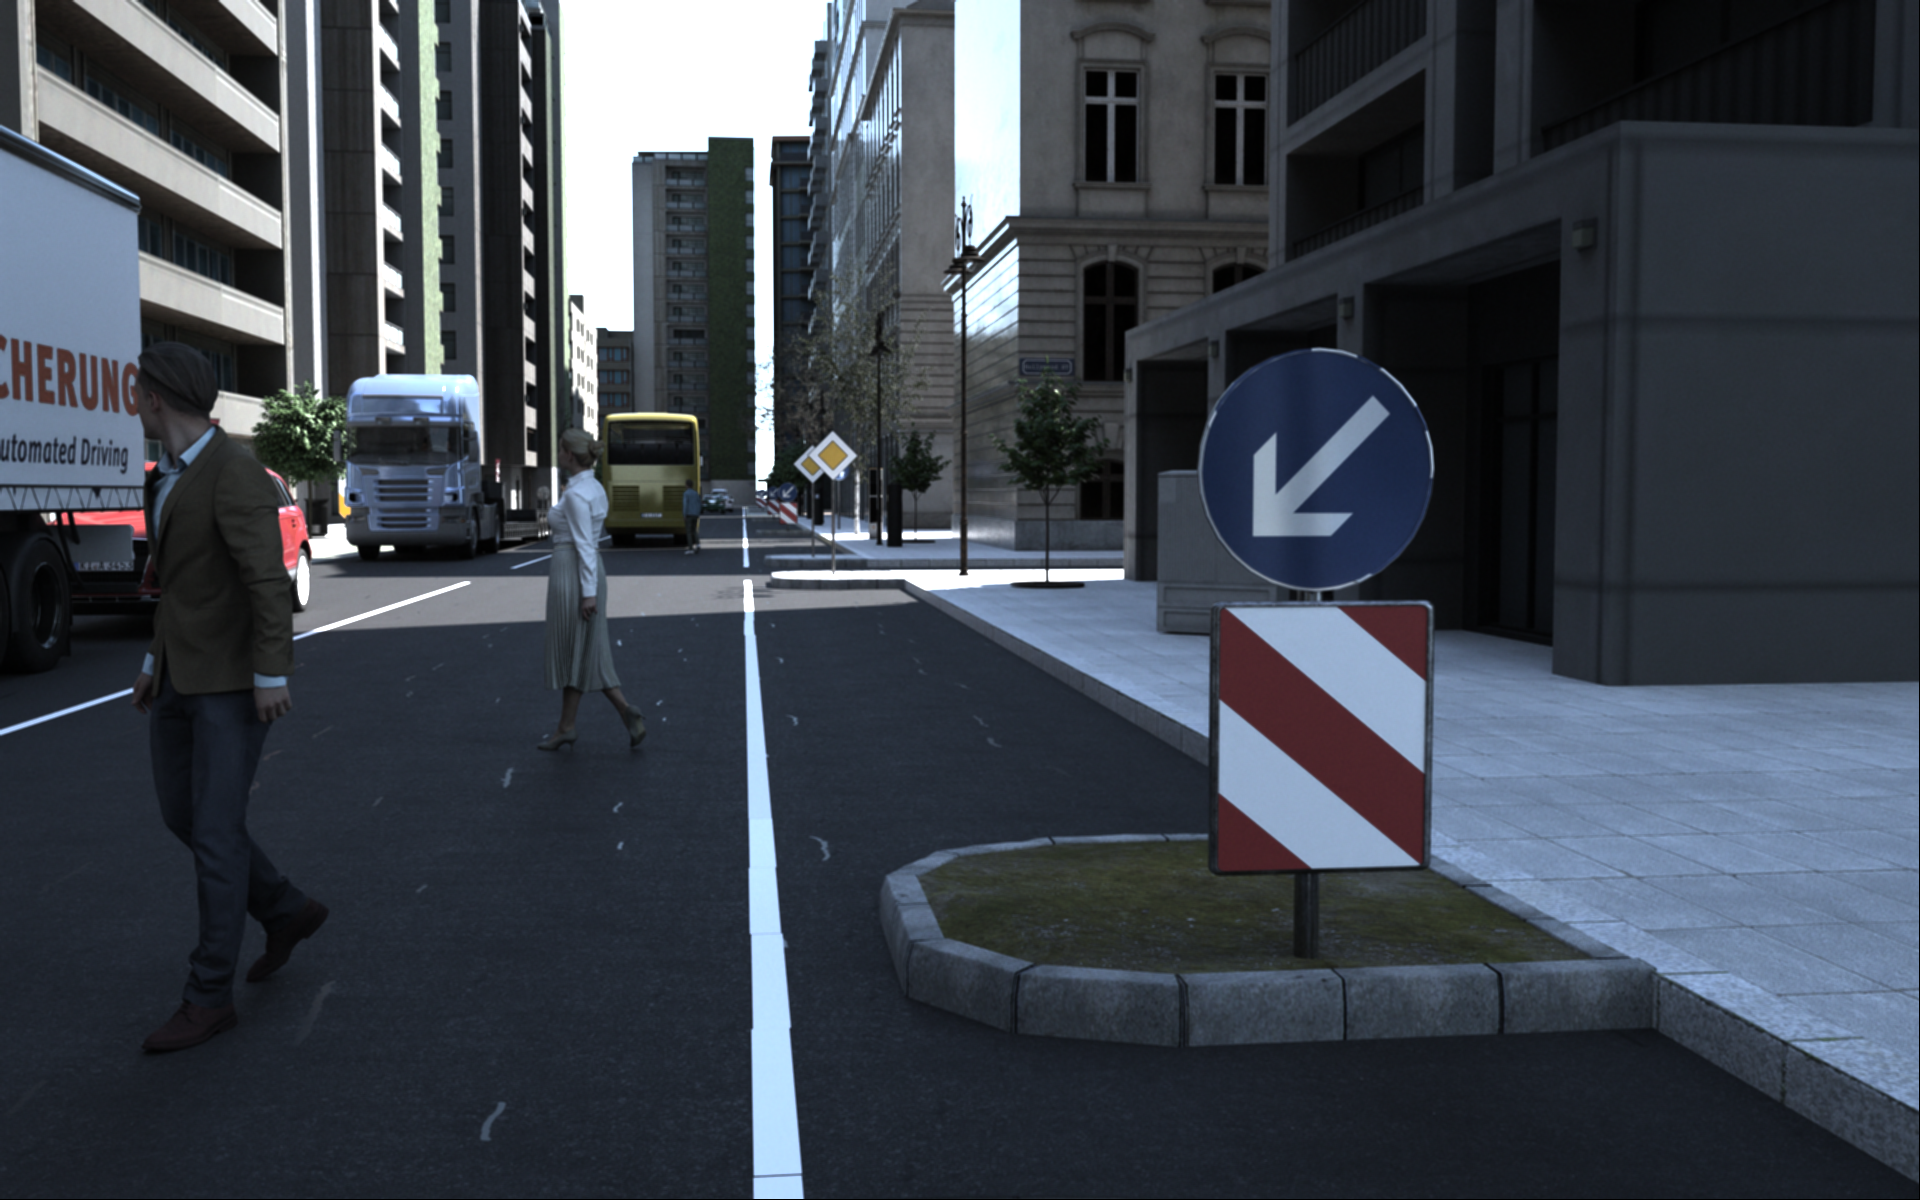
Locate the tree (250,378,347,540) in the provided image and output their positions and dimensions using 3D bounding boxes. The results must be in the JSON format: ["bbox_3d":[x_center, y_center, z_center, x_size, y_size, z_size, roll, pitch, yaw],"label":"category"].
[{"bbox_3d":[-18.446,-3.995,49.036,4.285,4.588,4.351,0,3,0],"label":"tree"}]

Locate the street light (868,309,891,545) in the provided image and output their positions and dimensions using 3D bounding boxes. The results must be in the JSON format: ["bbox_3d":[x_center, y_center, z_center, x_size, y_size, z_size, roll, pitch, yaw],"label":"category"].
[{"bbox_3d":[-2.032,-4.324,43.482,0.468,5.910,1.993,0,4,-7],"label":"street light"}]

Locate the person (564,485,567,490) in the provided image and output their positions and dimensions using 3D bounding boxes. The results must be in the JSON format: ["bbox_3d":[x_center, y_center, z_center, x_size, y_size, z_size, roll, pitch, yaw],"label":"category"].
[{"bbox_3d":[-15.827,-3.719,69.505,0.583,1.804,0.606,-3,5,-41],"label":"person"}]

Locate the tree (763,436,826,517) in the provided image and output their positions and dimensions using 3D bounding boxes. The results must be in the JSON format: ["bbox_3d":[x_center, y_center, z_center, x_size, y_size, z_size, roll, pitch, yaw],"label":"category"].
[{"bbox_3d":[-9.022,-7.035,98.733,4.285,4.588,4.351,0,3,0],"label":"tree"}]

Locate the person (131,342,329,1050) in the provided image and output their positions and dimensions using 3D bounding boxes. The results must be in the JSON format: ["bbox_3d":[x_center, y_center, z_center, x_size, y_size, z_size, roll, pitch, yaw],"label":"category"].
[{"bbox_3d":[-2.064,0.222,4.785,0.656,1.842,0.836,1,4,12],"label":"person"}]

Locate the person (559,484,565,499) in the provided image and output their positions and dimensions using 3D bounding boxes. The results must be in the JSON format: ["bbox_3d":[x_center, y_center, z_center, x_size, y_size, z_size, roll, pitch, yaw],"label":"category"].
[{"bbox_3d":[-16.177,-3.831,70.912,0.659,1.850,0.755,1,4,22],"label":"person"}]

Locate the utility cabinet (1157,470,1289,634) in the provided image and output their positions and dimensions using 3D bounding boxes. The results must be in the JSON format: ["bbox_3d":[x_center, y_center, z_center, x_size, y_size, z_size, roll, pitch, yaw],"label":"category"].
[{"bbox_3d":[2.375,-0.428,15.683,1.173,1.500,0.318,2,4,33],"label":"utility cabinet"}]

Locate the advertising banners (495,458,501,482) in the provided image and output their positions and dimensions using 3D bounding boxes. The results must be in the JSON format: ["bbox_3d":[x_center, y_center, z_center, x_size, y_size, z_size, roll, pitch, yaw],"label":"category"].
[{"bbox_3d":[-22.844,-5.388,84.282,0.090,3.025,2.074,1,4,14],"label":"advertising banners"}]

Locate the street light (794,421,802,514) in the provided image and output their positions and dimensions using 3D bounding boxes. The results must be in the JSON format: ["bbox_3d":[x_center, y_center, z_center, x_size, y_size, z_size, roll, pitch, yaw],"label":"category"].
[{"bbox_3d":[-10.234,-8.338,109.117,0.468,5.910,1.993,0,4,-7],"label":"street light"}]

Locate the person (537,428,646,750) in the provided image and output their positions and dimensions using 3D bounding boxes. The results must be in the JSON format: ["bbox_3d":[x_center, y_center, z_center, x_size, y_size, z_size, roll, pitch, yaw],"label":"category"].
[{"bbox_3d":[-2.063,-0.059,9.684,0.641,1.798,0.478,1,4,15],"label":"person"}]

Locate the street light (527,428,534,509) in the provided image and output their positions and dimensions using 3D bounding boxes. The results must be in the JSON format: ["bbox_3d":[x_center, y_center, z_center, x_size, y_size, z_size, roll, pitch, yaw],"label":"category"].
[{"bbox_3d":[-24.736,-7.747,99.446,0.468,5.910,1.993,0,4,-7],"label":"street light"}]

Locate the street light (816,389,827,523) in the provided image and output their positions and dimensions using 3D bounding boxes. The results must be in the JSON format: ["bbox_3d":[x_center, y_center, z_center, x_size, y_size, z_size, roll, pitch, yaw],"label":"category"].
[{"bbox_3d":[-6.071,-6.331,76.307,0.468,5.910,1.993,0,4,-7],"label":"street light"}]

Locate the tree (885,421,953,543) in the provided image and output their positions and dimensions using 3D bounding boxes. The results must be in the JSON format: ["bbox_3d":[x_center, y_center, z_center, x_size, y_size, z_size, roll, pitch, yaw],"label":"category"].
[{"bbox_3d":[-1.241,-3.137,45.897,1.663,3.219,1.824,0,3,0],"label":"tree"}]

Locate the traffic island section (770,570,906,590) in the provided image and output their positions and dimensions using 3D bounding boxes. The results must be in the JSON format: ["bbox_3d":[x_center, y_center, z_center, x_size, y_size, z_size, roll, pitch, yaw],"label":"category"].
[{"bbox_3d":[-1.981,-0.313,27.405,2.009,0.180,2.903,0,4,-7],"label":"traffic island section"}]

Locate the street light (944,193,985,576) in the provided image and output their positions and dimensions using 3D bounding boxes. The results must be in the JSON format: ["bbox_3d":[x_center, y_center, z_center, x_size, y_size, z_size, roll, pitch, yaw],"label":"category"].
[{"bbox_3d":[0.061,-3.317,27.014,0.468,5.910,1.993,0,4,-7],"label":"street light"}]

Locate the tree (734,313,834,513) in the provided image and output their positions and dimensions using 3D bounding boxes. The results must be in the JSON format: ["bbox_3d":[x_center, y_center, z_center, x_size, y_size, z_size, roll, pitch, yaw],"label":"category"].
[{"bbox_3d":[-10.078,-12.608,116.510,12.009,13.543,11.850,0,3,0],"label":"tree"}]

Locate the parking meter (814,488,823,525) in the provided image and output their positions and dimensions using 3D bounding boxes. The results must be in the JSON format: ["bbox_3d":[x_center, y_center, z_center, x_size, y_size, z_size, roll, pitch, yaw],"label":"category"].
[{"bbox_3d":[-5.836,-3.846,71.288,0.372,1.533,0.369,0,3,0],"label":"parking meter"}]

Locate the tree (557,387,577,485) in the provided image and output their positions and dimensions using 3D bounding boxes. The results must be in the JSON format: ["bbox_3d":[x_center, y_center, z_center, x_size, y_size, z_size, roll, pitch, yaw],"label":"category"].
[{"bbox_3d":[-26.454,-9.880,111.897,4.360,8.622,3.978,0,3,0],"label":"tree"}]

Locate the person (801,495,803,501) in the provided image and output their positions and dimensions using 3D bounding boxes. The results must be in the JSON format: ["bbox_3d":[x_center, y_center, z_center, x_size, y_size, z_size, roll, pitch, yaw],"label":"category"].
[{"bbox_3d":[-17.159,-11.075,190.520,0.436,1.711,0.756,2,4,32],"label":"person"}]

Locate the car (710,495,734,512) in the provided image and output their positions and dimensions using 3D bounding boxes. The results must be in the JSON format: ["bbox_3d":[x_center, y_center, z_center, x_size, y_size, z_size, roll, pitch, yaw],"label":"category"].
[{"bbox_3d":[-19.103,-7.714,138.483,2.083,1.381,4.827,-1,4,-8],"label":"car"}]

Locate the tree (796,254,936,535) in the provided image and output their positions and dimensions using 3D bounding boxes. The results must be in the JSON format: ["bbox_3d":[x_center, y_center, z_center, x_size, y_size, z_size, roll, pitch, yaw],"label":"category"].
[{"bbox_3d":[-3.007,-6.347,54.136,4.360,8.622,3.978,0,3,0],"label":"tree"}]

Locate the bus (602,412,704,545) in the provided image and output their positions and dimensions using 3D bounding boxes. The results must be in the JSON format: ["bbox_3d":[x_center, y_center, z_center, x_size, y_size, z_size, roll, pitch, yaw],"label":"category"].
[{"bbox_3d":[-9.079,-3.679,51.704,2.896,3.916,12.252,-1,4,-9],"label":"bus"}]

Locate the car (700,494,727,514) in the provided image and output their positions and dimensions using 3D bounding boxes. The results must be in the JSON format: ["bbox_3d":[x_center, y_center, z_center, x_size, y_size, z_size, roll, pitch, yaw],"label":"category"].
[{"bbox_3d":[-17.979,-6.972,125.793,2.131,1.459,4.920,-1,4,-9],"label":"car"}]

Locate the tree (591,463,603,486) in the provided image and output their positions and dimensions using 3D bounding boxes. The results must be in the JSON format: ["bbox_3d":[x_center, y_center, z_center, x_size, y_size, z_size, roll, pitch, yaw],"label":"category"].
[{"bbox_3d":[-31.681,-10.500,155.382,4.285,4.588,4.351,0,3,0],"label":"tree"}]

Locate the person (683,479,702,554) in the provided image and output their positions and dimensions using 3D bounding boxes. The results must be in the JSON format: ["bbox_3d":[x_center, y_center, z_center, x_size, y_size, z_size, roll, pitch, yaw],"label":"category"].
[{"bbox_3d":[-6.415,-1.994,41.447,0.601,1.785,0.444,-3,5,-41],"label":"person"}]

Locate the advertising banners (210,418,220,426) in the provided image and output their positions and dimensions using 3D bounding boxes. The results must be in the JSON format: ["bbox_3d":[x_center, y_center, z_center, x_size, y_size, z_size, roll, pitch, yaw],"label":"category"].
[{"bbox_3d":[-17.534,-2.633,39.231,0.090,3.025,2.074,1,4,23],"label":"advertising banners"}]

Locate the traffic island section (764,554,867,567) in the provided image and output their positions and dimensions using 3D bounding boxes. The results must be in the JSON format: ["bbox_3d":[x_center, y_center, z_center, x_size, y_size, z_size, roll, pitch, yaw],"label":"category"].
[{"bbox_3d":[-2.975,-0.798,35.328,2.009,0.180,2.903,0,4,-7],"label":"traffic island section"}]

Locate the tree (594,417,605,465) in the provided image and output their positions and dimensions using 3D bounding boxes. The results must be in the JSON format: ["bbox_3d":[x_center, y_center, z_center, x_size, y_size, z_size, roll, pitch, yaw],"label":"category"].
[{"bbox_3d":[-33.045,-13.103,164.595,4.737,8.622,4.395,0,3,0],"label":"tree"}]

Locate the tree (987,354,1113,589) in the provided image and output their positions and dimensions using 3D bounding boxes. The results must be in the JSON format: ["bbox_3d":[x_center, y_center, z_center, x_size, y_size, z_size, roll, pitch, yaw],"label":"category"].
[{"bbox_3d":[1.097,-1.789,23.852,1.663,3.219,1.824,0,3,0],"label":"tree"}]

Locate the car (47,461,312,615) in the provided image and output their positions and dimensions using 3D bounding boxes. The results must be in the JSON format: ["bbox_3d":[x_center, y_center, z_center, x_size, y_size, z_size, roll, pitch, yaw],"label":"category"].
[{"bbox_3d":[-8.734,-0.656,19.406,2.281,1.827,5.304,-1,4,-9],"label":"car"}]
